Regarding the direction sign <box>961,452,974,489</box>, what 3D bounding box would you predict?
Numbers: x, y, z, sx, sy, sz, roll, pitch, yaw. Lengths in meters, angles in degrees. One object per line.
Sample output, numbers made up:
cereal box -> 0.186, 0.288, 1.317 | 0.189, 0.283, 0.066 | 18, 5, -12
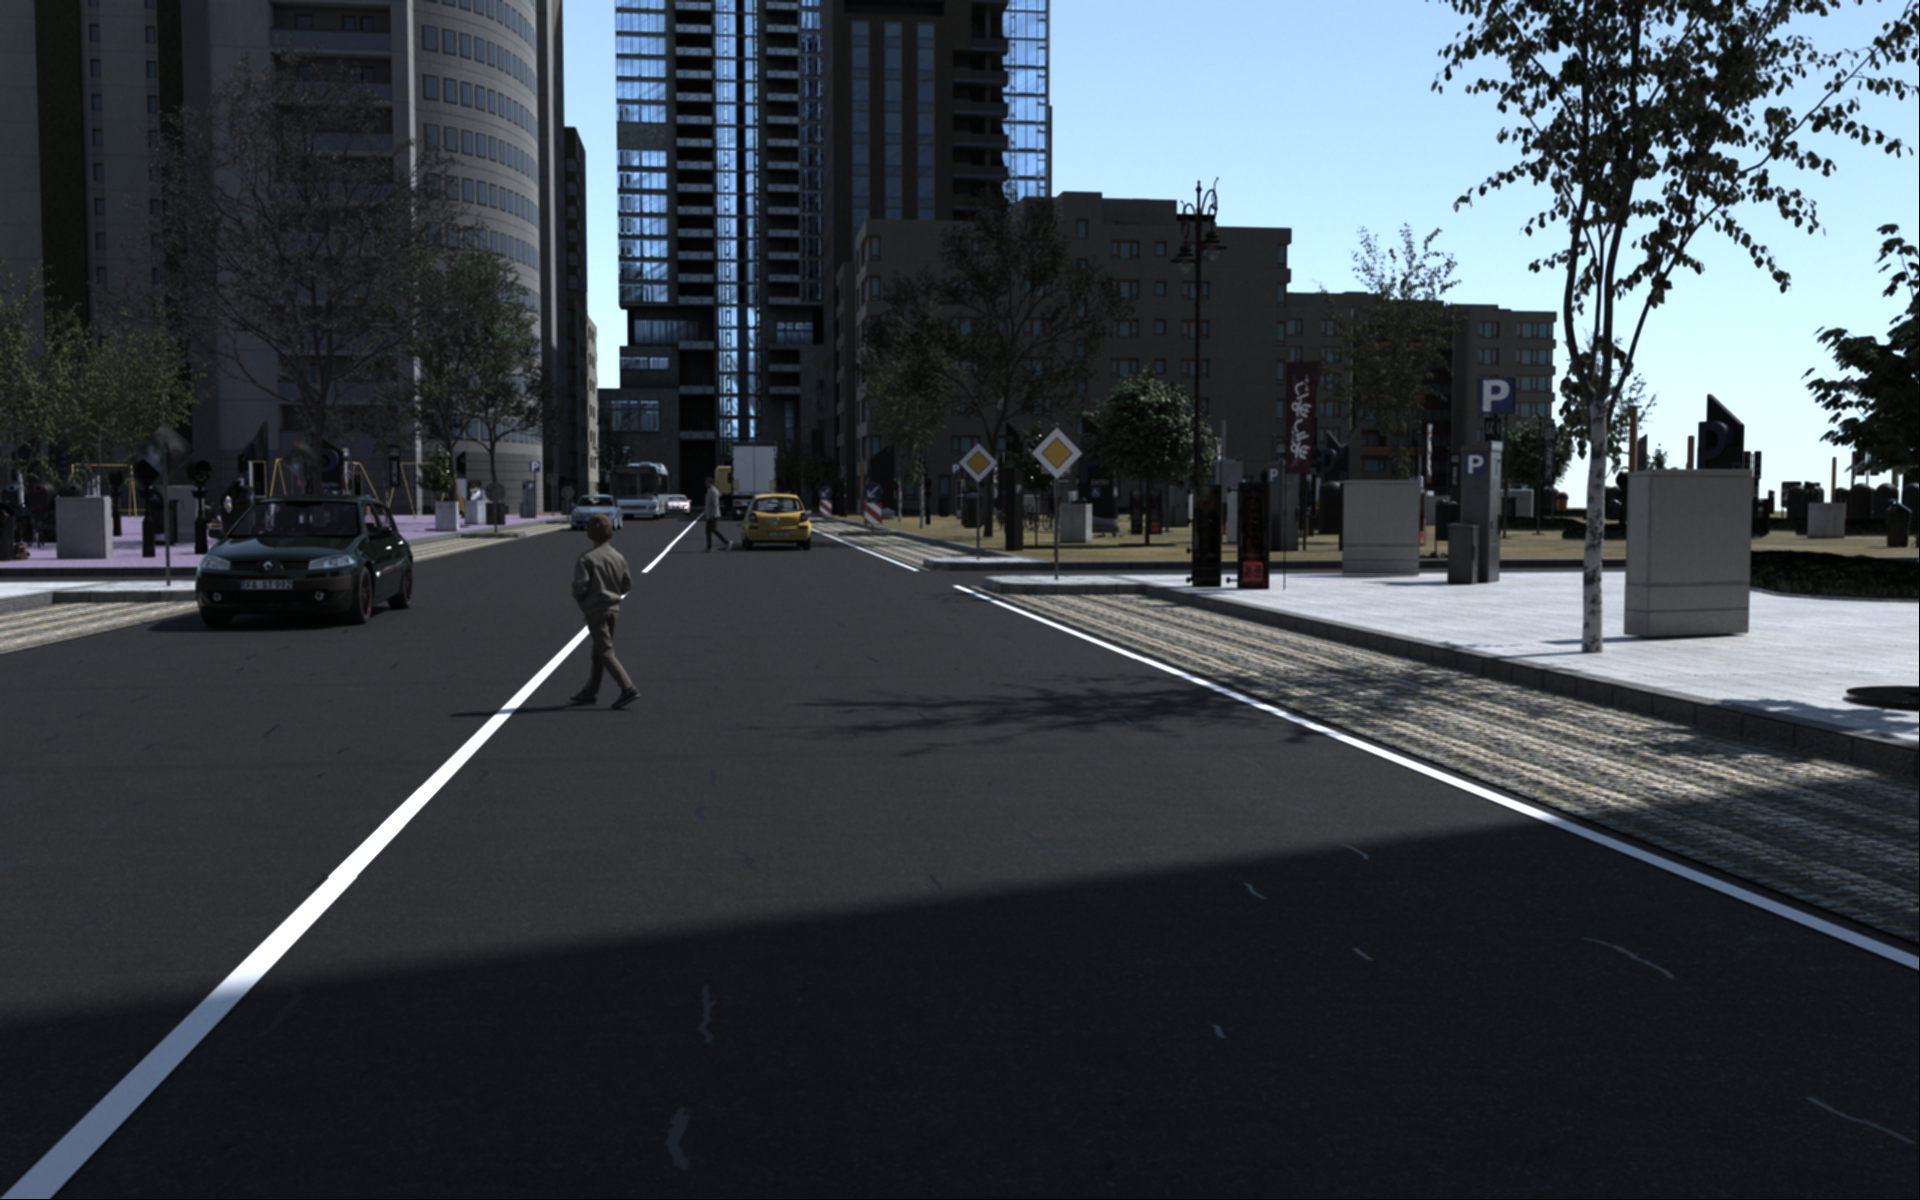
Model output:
direction sign -> 0.408, -6.164, 92.779 | 0.876, 3.537, 0.379 | -3, 5, -41

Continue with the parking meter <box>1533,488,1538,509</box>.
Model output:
parking meter -> 33.444, -5.803, 100.582 | 0.399, 1.863, 0.255 | 3, 5, 39

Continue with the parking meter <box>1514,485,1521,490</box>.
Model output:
parking meter -> 34.049, -6.121, 105.781 | 0.399, 1.863, 0.255 | 0, 4, 2

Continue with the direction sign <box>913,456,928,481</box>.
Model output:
direction sign -> -2.350, -6.792, 103.045 | 0.876, 3.537, 0.379 | -1, 4, -17

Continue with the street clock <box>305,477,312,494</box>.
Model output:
street clock -> -26.306, -3.990, 69.799 | 0.358, 2.002, 0.471 | -1, 4, -22

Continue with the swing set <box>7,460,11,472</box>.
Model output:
swing set -> -44.315, -5.035, 79.946 | 3.119, 2.851, 2.862 | 0, 4, 5

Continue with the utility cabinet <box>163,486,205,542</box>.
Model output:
utility cabinet -> -20.480, -2.265, 45.712 | 1.173, 1.500, 0.318 | 2, 4, 26

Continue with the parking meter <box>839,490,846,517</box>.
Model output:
parking meter -> -6.699, -5.526, 98.757 | 0.372, 1.533, 0.369 | 0, 3, 0

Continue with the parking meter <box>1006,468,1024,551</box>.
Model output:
parking meter -> 1.237, -2.048, 39.201 | 0.255, 1.863, 0.399 | 3, 5, 40

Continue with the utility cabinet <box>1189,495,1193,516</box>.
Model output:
utility cabinet -> 13.258, -5.405, 99.531 | 0.306, 1.237, 1.020 | 3, 4, 37

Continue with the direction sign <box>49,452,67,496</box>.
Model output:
direction sign -> -48.082, -6.139, 92.375 | 0.876, 3.537, 0.379 | -1, 4, -11

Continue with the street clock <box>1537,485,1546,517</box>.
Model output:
street clock -> 24.907, -4.265, 74.304 | 0.358, 2.002, 0.471 | -1, 4, -21

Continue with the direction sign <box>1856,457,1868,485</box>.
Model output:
direction sign -> 38.304, -4.962, 73.124 | 0.876, 3.537, 0.379 | 3, 4, 38

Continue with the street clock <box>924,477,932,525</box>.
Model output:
street clock -> -1.348, -4.180, 72.918 | 0.358, 2.002, 0.471 | 0, 4, -7

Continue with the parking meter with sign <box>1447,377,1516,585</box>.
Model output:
parking meter with sign -> 7.571, -1.772, 25.241 | 0.543, 3.016, 1.738 | 2, 4, 32

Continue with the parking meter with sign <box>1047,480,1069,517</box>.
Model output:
parking meter with sign -> 5.693, -6.117, 96.279 | 1.738, 3.016, 0.543 | 0, 4, 1

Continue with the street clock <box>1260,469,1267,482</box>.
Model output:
street clock -> 8.910, -2.773, 49.914 | 0.471, 2.002, 0.358 | -1, 4, -21

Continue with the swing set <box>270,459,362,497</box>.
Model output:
swing set -> -28.728, -4.845, 76.830 | 3.119, 2.851, 2.862 | 0, 4, 1

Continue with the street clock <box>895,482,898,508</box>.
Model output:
street clock -> -3.858, -6.098, 104.276 | 0.471, 2.002, 0.358 | 2, 4, 32

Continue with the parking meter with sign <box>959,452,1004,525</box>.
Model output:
parking meter with sign -> 0.931, -4.604, 71.533 | 1.738, 3.016, 0.543 | 0, 4, 4

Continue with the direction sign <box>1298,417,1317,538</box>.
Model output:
direction sign -> 10.063, -3.610, 51.014 | 0.876, 3.537, 0.379 | 1, 4, 20

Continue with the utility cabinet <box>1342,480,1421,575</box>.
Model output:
utility cabinet -> 6.642, -1.139, 27.305 | 1.173, 1.500, 0.318 | 1, 4, 15

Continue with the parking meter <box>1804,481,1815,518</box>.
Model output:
parking meter -> 39.038, -4.520, 79.611 | 0.255, 1.863, 0.399 | -2, 4, -26

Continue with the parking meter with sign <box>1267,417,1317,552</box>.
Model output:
parking meter with sign -> 7.232, -2.608, 38.903 | 1.738, 3.016, 0.543 | -3, 5, -41

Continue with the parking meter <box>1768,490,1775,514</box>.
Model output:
parking meter -> 52.425, -6.330, 111.913 | 0.372, 1.533, 0.369 | 0, 3, 0

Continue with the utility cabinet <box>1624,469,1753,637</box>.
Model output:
utility cabinet -> 6.558, -0.424, 15.611 | 1.173, 1.500, 0.318 | -1, 4, -22

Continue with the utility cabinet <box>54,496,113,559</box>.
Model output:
utility cabinet -> -17.424, -1.425, 34.462 | 1.020, 1.237, 0.306 | 0, 4, 5

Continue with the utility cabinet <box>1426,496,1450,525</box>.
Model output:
utility cabinet -> 19.807, -3.707, 71.774 | 0.306, 1.237, 1.020 | -2, 4, -35

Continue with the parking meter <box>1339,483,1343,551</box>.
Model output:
parking meter -> 8.806, -1.892, 39.350 | 0.372, 1.533, 0.369 | 0, 3, 0

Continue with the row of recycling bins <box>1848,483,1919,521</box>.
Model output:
row of recycling bins -> 35.010, -3.506, 64.434 | 3.534, 1.692, 1.069 | 3, 4, 37

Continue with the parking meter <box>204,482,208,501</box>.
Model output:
parking meter -> -37.718, -4.931, 86.335 | 0.399, 1.863, 0.255 | 2, 4, 30

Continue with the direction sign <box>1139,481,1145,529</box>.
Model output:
direction sign -> 6.705, -4.427, 64.373 | 0.876, 3.537, 0.379 | 3, 5, 45

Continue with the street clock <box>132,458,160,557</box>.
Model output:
street clock -> -16.484, -1.869, 35.136 | 0.471, 2.002, 0.358 | -3, 5, -43

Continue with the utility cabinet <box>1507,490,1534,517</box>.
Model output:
utility cabinet -> 27.501, -4.669, 85.015 | 1.173, 1.500, 0.318 | 2, 4, 33

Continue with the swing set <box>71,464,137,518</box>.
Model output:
swing set -> -45.494, -5.784, 92.184 | 3.119, 2.851, 2.862 | -2, 4, -32

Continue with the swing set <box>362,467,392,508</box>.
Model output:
swing set -> -29.918, -5.357, 85.212 | 2.862, 2.851, 3.119 | 0, 4, -5

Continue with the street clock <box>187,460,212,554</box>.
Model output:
street clock -> -16.221, -1.982, 36.978 | 0.358, 2.002, 0.471 | 2, 4, 24

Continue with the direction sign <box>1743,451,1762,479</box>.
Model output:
direction sign -> 41.788, -6.080, 91.403 | 0.876, 3.537, 0.379 | 0, 4, 8

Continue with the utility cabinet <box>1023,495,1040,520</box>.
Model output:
utility cabinet -> 3.408, -4.537, 85.345 | 1.020, 1.237, 0.306 | 0, 4, -1

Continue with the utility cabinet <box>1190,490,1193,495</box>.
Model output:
utility cabinet -> 13.257, -5.715, 102.112 | 1.173, 1.500, 0.318 | 3, 5, 42

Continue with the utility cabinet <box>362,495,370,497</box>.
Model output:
utility cabinet -> -35.961, -5.689, 104.177 | 1.020, 1.237, 0.306 | 2, 4, 26

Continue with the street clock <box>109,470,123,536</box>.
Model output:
street clock -> -25.729, -2.952, 52.830 | 0.358, 2.002, 0.471 | 0, 4, -4

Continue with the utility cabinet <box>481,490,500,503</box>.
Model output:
utility cabinet -> -27.120, -5.576, 99.846 | 0.318, 1.500, 1.173 | 3, 5, 43

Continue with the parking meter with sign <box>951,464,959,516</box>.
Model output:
parking meter with sign -> -0.019, -6.403, 100.947 | 0.543, 3.016, 1.738 | 1, 4, 15

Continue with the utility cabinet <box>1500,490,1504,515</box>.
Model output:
utility cabinet -> 27.003, -4.816, 87.421 | 1.173, 1.500, 0.318 | -1, 4, -23

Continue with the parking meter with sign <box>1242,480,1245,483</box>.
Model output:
parking meter with sign -> 14.838, -5.886, 92.495 | 1.738, 3.016, 0.543 | 1, 4, 23

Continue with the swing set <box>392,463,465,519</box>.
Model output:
swing set -> -26.877, -5.453, 86.776 | 3.119, 2.851, 2.862 | 1, 4, 12

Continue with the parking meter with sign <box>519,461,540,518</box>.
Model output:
parking meter with sign -> -23.088, -5.899, 92.715 | 0.543, 3.016, 1.738 | -3, 4, -38

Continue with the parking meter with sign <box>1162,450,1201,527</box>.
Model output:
parking meter with sign -> 8.447, -4.323, 66.948 | 1.738, 3.016, 0.543 | -2, 4, -28

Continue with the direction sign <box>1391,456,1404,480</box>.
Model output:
direction sign -> 25.792, -6.738, 102.158 | 0.379, 3.537, 0.876 | -3, 4, -37

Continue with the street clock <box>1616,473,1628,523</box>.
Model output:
street clock -> 23.318, -3.447, 60.928 | 0.358, 2.002, 0.471 | -3, 4, -36
